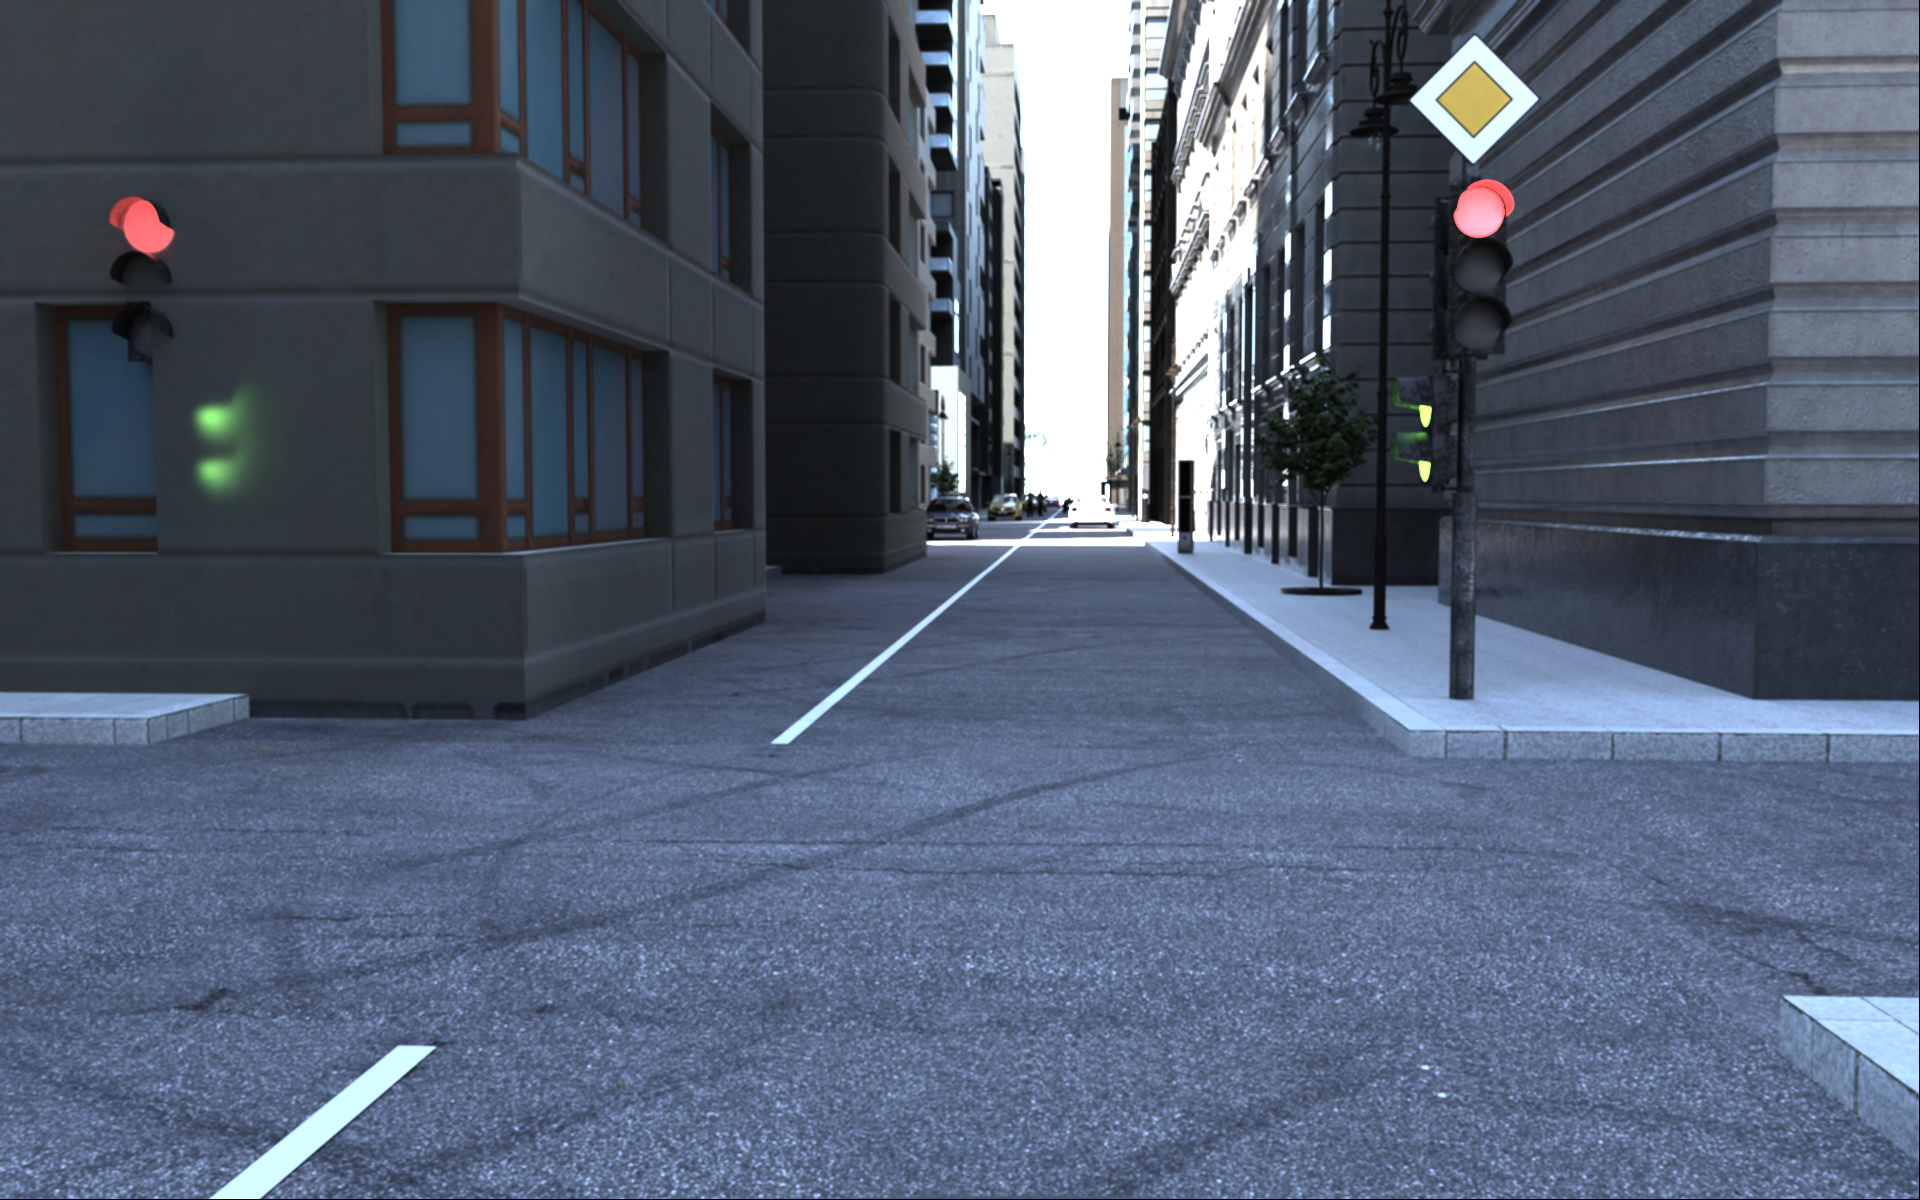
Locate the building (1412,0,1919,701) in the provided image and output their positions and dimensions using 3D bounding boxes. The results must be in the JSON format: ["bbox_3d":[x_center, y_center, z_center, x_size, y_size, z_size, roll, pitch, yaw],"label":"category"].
[{"bbox_3d":[14.499,-11.336,14.223,19.941,23.489,11.050,0,4,4],"label":"building"}]

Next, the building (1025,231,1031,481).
[{"bbox_3d":[-2.951,-36.817,221.573,23.786,49.044,30.456,0,4,4],"label":"building"}]

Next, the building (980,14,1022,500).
[{"bbox_3d":[-4.605,-34.055,180.505,21.300,48.544,21.600,0,4,4],"label":"building"}]

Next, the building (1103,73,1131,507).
[{"bbox_3d":[22.548,-32.574,182.687,14.600,45.320,14.200,0,4,4],"label":"building"}]

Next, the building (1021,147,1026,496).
[{"bbox_3d":[0.283,-31.496,198.546,14.154,41.232,14.086,0,4,4],"label":"building"}]

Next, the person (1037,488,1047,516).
[{"bbox_3d":[5.317,-6.427,113.674,0.705,1.812,1.348,-2,4,-25],"label":"person"}]

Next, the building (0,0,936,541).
[{"bbox_3d":[-15.879,-13.462,65.150,27.650,21.520,28.899,0,4,4],"label":"building"}]

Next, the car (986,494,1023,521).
[{"bbox_3d":[2.445,-5.114,93.844,2.015,1.641,3.980,0,4,5],"label":"car"}]

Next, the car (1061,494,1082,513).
[{"bbox_3d":[8.806,-7.588,133.851,2.009,1.686,4.222,0,4,4],"label":"car"}]

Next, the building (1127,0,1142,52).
[{"bbox_3d":[25.276,-32.129,144.919,23.786,49.044,30.456,0,4,4],"label":"building"}]

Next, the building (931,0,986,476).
[{"bbox_3d":[-12.093,-33.175,131.649,28.713,52.752,27.495,0,4,4],"label":"building"}]

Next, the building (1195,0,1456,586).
[{"bbox_3d":[11.674,-14.550,35.159,12.463,27.353,25.104,0,4,4],"label":"building"}]

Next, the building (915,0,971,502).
[{"bbox_3d":[-10.165,-48.213,100.950,22.319,86.520,31.000,0,4,4],"label":"building"}]

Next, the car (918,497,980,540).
[{"bbox_3d":[-0.327,-2.615,55.336,1.945,1.354,3.894,0,4,3],"label":"car"}]

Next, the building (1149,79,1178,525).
[{"bbox_3d":[15.032,-15.154,77.452,12.332,23.373,15.834,0,4,4],"label":"building"}]

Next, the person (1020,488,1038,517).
[{"bbox_3d":[4.383,-6.137,108.856,1.348,1.823,0.705,2,4,34],"label":"person"}]

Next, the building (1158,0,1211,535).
[{"bbox_3d":[12.982,-13.617,58.802,11.583,22.565,21.152,0,4,4],"label":"building"}]

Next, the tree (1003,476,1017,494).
[{"bbox_3d":[4.611,-10.230,161.859,1.663,3.219,1.824,0,3,0],"label":"tree"}]

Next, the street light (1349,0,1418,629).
[{"bbox_3d":[3.991,-2.662,16.310,0.468,5.910,1.993,0,4,4],"label":"street light"}]

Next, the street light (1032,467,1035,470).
[{"bbox_3d":[10.258,-16.371,240.445,0.468,5.910,1.993,0,4,4],"label":"street light"}]

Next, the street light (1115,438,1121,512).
[{"bbox_3d":[11.572,-9.432,127.008,0.468,5.910,1.993,0,4,4],"label":"street light"}]

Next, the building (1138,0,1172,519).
[{"bbox_3d":[16.749,-25.070,93.490,14.154,41.232,14.086,0,4,4],"label":"building"}]

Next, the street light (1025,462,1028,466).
[{"bbox_3d":[7.852,-14.268,206.073,0.468,5.910,1.993,0,4,4],"label":"street light"}]

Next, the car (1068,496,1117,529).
[{"bbox_3d":[5.559,-3.694,72.764,2.083,1.381,4.827,0,4,6],"label":"car"}]

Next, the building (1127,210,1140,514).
[{"bbox_3d":[25.427,-16.533,115.354,27.650,21.520,28.899,0,4,4],"label":"building"}]

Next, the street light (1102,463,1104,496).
[{"bbox_3d":[14.938,-12.436,176.111,0.468,5.910,1.993,0,4,4],"label":"street light"}]

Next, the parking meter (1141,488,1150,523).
[{"bbox_3d":[8.122,-4.123,75.826,0.372,1.533,0.369,0,3,0],"label":"parking meter"}]

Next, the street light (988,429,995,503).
[{"bbox_3d":[2.183,-9.194,123.106,0.468,5.910,1.993,0,4,4],"label":"street light"}]

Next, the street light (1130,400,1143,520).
[{"bbox_3d":[8.737,-6.870,85.113,0.468,5.910,1.993,0,4,4],"label":"street light"}]

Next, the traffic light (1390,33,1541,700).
[{"bbox_3d":[3.129,-1.335,10.755,0.839,4.253,0.868,0,4,4],"label":"traffic light"}]

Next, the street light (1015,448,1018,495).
[{"bbox_3d":[5.518,-12.170,171.769,0.468,5.910,1.993,0,4,4],"label":"street light"}]

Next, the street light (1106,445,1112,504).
[{"bbox_3d":[14.031,-11.539,161.444,0.468,5.910,1.993,0,4,4],"label":"street light"}]

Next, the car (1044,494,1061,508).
[{"bbox_3d":[9.357,-10.320,177.766,2.155,1.783,4.494,0,4,6],"label":"car"}]

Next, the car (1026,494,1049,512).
[{"bbox_3d":[6.107,-7.877,139.013,2.015,1.641,3.980,0,4,2],"label":"car"}]

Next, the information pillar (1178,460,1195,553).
[{"bbox_3d":[4.901,-2.022,37.546,0.304,2.012,0.304,1,4,17],"label":"information pillar"}]

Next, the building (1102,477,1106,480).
[{"bbox_3d":[28.868,-35.772,204.478,23.786,49.044,30.456,0,4,4],"label":"building"}]

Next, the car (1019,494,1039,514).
[{"bbox_3d":[5.174,-7.253,128.804,2.015,1.641,3.980,0,4,3],"label":"car"}]

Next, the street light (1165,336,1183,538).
[{"bbox_3d":[6.259,-4.774,50.841,0.468,5.910,1.993,0,4,4],"label":"street light"}]

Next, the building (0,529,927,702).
[{"bbox_3d":[-15.554,-11.047,25.654,27.650,21.520,28.899,0,4,4],"label":"building"}]

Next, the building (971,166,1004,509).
[{"bbox_3d":[-3.469,-23.303,152.711,14.160,30.474,14.107,0,4,4],"label":"building"}]

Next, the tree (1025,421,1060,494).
[{"bbox_3d":[10.447,-19.586,245.986,9.928,11.665,9.643,0,3,0],"label":"tree"}]

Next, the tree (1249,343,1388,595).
[{"bbox_3d":[4.544,-1.697,22.355,1.663,3.219,1.824,0,3,0],"label":"tree"}]

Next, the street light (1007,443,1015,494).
[{"bbox_3d":[4.493,-11.305,157.626,0.468,5.910,1.993,0,4,4],"label":"street light"}]

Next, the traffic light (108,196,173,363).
[{"bbox_3d":[-5.114,-1.369,11.307,0.839,4.253,0.868,0,4,4],"label":"traffic light"}]

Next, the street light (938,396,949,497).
[{"bbox_3d":[-0.791,-6.581,80.379,0.468,5.910,1.993,0,4,4],"label":"street light"}]

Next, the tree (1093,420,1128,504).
[{"bbox_3d":[15.308,-13.505,171.165,4.360,8.622,3.978,0,3,0],"label":"tree"}]

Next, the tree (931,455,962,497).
[{"bbox_3d":[-0.693,-5.576,85.773,1.663,3.219,1.824,0,3,0],"label":"tree"}]

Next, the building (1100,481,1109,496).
[{"bbox_3d":[35.006,-33.008,231.563,32.217,40.220,23.993,0,4,4],"label":"building"}]
